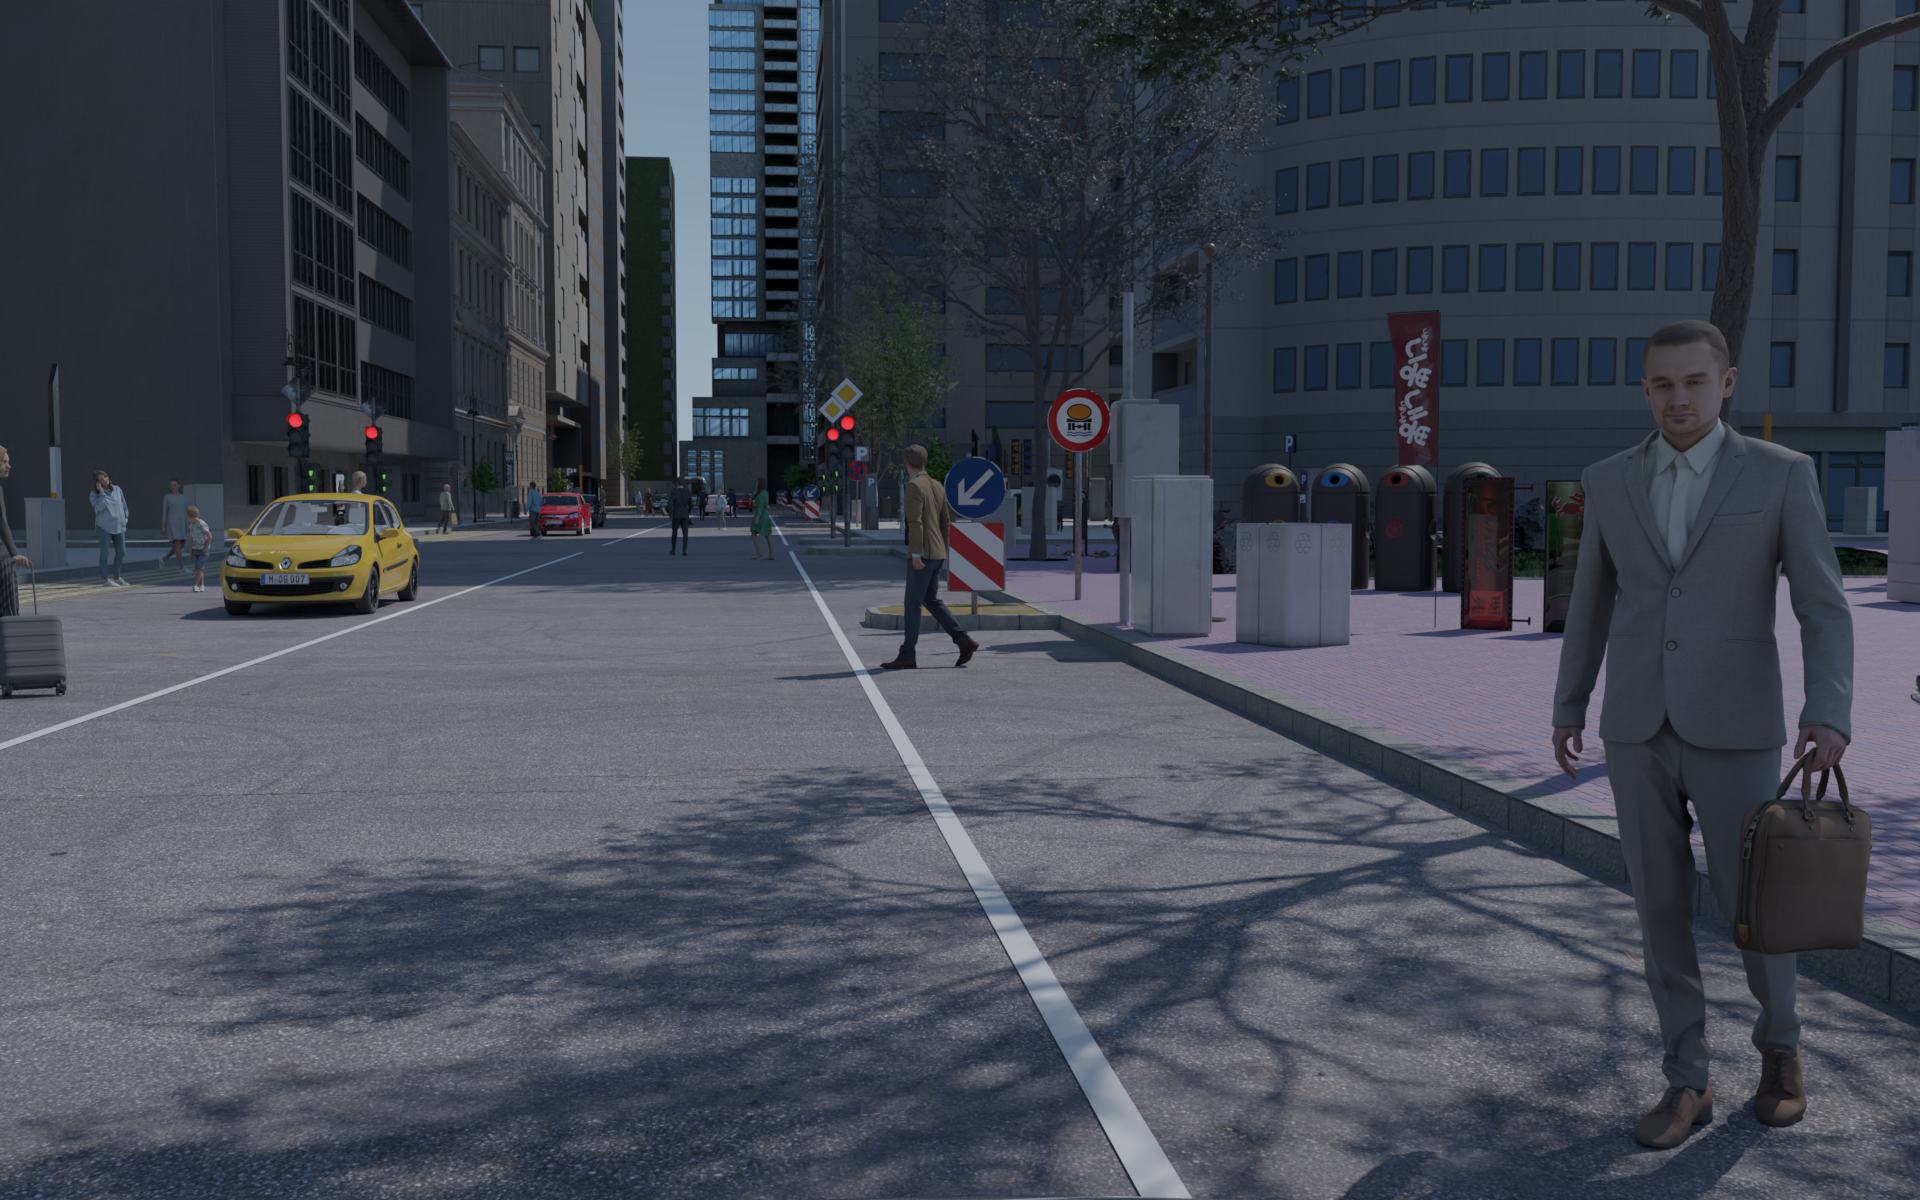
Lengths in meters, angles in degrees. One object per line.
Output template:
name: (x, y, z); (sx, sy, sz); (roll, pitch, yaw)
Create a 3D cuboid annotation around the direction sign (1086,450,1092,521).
direction sign: (6.239, -5.631, 84.061); (0.379, 3.537, 0.876); (1, 4, 21)

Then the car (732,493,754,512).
car: (-17.442, -7.891, 138.056); (2.155, 1.783, 4.494); (0, 4, -8)

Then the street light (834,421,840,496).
street light: (-6.769, -7.416, 94.046); (0.468, 5.910, 1.993); (0, 4, -7)

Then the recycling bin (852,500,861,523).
recycling bin: (-4.308, -3.874, 75.902); (0.722, 1.027, 0.722); (-1, 4, -20)

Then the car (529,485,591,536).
car: (-13.913, -3.140, 60.382); (2.155, 1.783, 4.494); (0, 4, -7)

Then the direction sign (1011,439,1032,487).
direction sign: (2.542, -4.867, 71.568); (0.876, 3.537, 0.379); (1, 4, 18)

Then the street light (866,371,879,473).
street light: (-3.285, -5.633, 64.887); (0.468, 5.910, 1.993); (0, 4, -7)

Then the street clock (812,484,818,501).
street clock: (-10.015, -7.024, 119.418); (0.358, 2.002, 0.471); (-2, 4, -32)

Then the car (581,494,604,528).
car: (-16.234, -3.927, 73.994); (2.009, 1.686, 4.222); (0, 4, -6)

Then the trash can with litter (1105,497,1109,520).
trash can with litter: (7.455, -4.569, 86.097); (1.055, 1.170, 0.624); (3, 4, 36)

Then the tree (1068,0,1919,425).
tree: (3.876, -4.511, 8.168); (7.601, 10.594, 8.767); (3, 5, 43)

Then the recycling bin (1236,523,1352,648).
recycling bin: (2.855, -0.140, 14.850); (0.722, 1.027, 0.722); (-2, 4, -28)

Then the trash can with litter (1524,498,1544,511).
trash can with litter: (16.964, -2.490, 52.096); (1.055, 1.170, 0.624); (0, 4, -7)

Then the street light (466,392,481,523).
street light: (-21.732, -6.402, 77.462); (0.468, 5.910, 1.993); (0, 4, -7)

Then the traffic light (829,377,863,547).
traffic light: (-2.745, -3.237, 41.838); (0.839, 4.253, 0.868); (0, 4, -7)

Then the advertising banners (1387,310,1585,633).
advertising banners: (4.993, -1.227, 16.250); (2.074, 3.025, 0.090); (2, 4, 33)

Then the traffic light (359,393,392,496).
traffic light: (-16.298, -3.630, 48.279); (0.839, 4.253, 0.868); (0, 4, -7)

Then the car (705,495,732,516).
car: (-15.855, -6.179, 113.380); (2.083, 1.381, 4.827); (0, 4, -6)

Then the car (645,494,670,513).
car: (-23.221, -7.440, 133.447); (2.131, 1.459, 4.920); (0, 4, -6)

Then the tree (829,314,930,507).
tree: (-3.362, -7.325, 70.132); (4.360, 8.622, 3.978); (0, 3, 0)

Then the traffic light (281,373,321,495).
traffic light: (-15.368, -3.145, 40.348); (0.839, 4.253, 0.868); (0, 4, -7)

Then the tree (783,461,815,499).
tree: (-16.081, -11.541, 172.410); (4.285, 4.588, 4.351); (0, 3, 0)

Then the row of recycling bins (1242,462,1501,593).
row of recycling bins: (5.499, -0.988, 23.262); (3.534, 1.692, 1.069); (2, 4, 25)

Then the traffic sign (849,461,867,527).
traffic sign: (-4.002, -4.114, 67.371); (0.768, 2.556, 0.104); (0, 4, -3)

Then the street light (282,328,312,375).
street light: (-18.429, -4.617, 48.276); (0.468, 5.910, 1.993); (0, 4, -7)

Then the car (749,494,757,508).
car: (-19.393, -9.336, 162.867); (2.015, 1.641, 3.980); (0, 4, -7)

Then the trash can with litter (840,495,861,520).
trash can with litter: (-5.374, -4.696, 87.837); (2.233, 1.210, 1.678); (-3, 5, -44)

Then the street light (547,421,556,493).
street light: (-25.180, -8.211, 107.033); (0.468, 5.910, 1.993); (0, 4, -7)

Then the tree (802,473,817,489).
tree: (-13.851, -10.107, 159.856); (1.663, 3.219, 1.824); (0, 3, 0)

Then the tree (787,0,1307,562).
tree: (1.644, -7.490, 32.825); (12.009, 13.543, 11.850); (0, 3, 0)

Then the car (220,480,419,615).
car: (-7.981, -0.706, 21.774); (2.015, 1.641, 3.980); (0, 4, -7)

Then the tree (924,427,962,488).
tree: (-0.796, -3.387, 49.986); (1.663, 3.219, 1.824); (0, 3, 0)

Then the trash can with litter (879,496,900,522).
trash can with litter: (-3.008, -4.176, 79.339); (2.233, 1.210, 1.678); (-1, 4, -12)

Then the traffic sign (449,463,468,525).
traffic sign: (-20.761, -4.380, 71.722); (0.768, 2.556, 0.104); (0, 4, -4)

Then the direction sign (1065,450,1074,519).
direction sign: (5.792, -5.898, 88.432); (0.876, 3.537, 0.379); (-1, 4, -19)

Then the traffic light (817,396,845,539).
traffic light: (-3.674, -3.722, 49.769); (0.839, 4.253, 0.868); (0, 4, -7)

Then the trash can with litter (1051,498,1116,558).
trash can with litter: (2.566, -1.500, 35.588); (1.678, 1.210, 2.233); (-2, 4, -25)

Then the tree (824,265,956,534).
tree: (-1.972, -6.393, 54.885); (4.737, 8.622, 4.395); (0, 3, 0)

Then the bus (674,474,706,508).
bus: (-28.017, -11.361, 180.615); (2.948, 3.499, 13.247); (0, 4, -6)

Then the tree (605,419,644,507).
tree: (-32.752, -13.402, 169.489); (4.737, 8.622, 4.395); (0, 3, 0)

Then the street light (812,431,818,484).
street light: (-10.322, -9.222, 123.559); (0.468, 5.910, 1.993); (0, 4, -7)

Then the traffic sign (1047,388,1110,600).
traffic sign: (1.432, -1.273, 20.921); (0.768, 2.556, 0.104); (0, 4, -2)
